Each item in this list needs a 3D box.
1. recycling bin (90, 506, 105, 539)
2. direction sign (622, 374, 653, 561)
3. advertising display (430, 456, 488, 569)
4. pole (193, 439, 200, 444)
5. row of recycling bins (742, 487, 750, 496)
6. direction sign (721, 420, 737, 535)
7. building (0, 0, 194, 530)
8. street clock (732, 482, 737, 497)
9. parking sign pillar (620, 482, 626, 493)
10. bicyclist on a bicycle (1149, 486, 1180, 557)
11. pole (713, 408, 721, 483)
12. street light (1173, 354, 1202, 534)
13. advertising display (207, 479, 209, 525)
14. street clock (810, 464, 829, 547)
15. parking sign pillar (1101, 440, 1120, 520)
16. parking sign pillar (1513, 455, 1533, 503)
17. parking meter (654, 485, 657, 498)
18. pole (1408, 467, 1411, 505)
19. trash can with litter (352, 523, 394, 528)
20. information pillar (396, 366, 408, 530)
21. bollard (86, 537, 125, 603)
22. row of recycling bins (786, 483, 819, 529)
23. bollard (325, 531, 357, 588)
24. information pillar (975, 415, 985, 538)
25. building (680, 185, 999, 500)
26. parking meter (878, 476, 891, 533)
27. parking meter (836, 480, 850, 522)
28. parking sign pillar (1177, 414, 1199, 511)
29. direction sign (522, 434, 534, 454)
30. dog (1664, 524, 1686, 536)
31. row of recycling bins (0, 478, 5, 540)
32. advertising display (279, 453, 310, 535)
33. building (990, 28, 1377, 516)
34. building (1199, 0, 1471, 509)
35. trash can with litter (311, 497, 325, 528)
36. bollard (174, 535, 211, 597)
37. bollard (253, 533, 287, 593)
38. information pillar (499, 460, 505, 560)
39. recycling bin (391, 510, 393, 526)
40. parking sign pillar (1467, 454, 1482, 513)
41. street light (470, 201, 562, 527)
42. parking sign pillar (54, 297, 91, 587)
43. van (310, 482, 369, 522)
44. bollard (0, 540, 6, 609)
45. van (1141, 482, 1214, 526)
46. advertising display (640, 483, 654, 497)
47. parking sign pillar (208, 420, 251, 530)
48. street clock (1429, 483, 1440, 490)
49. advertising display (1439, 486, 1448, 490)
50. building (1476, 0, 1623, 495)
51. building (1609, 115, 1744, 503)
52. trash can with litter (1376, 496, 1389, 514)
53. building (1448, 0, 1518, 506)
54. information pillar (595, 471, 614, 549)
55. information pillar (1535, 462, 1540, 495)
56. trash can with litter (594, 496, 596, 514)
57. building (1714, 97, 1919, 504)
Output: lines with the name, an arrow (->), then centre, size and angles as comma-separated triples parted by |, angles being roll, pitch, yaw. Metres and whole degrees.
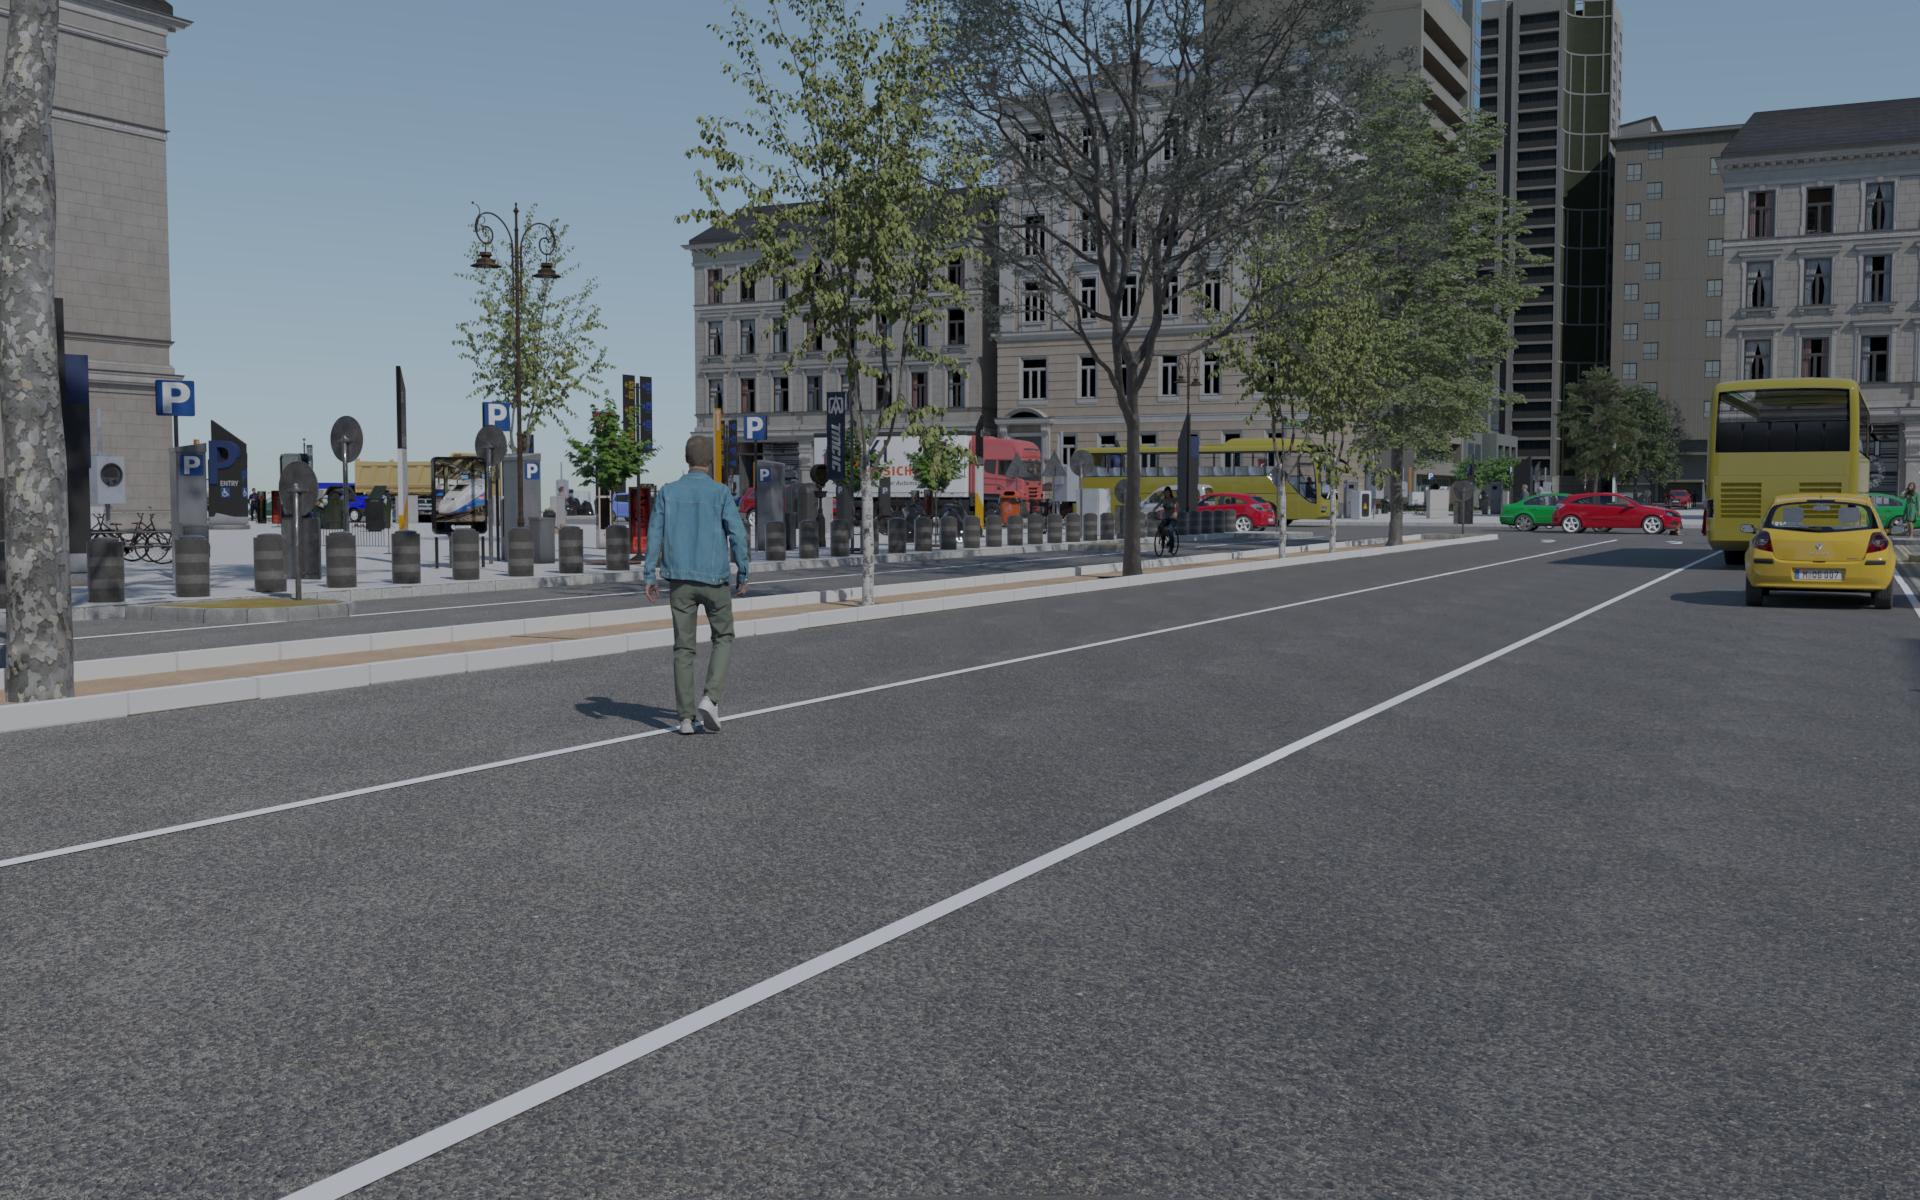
recycling bin -> -17.731, -1.369, 34.932 | 0.722, 1.027, 0.722 | -3, 5, -42
direction sign -> -6.164, -2.519, 33.187 | 0.379, 3.537, 0.876 | 2, 4, 27
advertising display -> -8.674, -1.517, 30.022 | 0.974, 1.923, 0.123 | -3, 5, -40
pole -> -28.419, -4.325, 64.558 | 0.158, 3.312, 0.155 | 0, 3, 0
row of recycling bins -> -11.727, -5.963, 104.602 | 3.534, 1.692, 1.069 | 2, 4, 32
direction sign -> -7.148, -3.742, 53.173 | 0.876, 3.537, 0.379 | 3, 4, 38
building -> -30.539, -12.583, 56.635 | 40.483, 20.767, 10.553 | 2, 4, 27
street clock -> -16.480, -7.481, 126.878 | 0.471, 2.002, 0.358 | 0, 4, 1
parking sign pillar -> -20.904, -7.155, 105.455 | 1.447, 3.967, 1.447 | 2, 4, 27
bicyclist on a bicycle -> 4.773, -1.828, 39.914 | 1.499, 1.676, 1.625 | 2, 4, 27
pole -> -5.787, -2.906, 41.357 | 0.158, 3.312, 0.155 | 0, 3, 0
street light -> 7.324, -5.068, 55.648 | 0.468, 5.910, 1.993 | 2, 4, 27
advertising display -> -31.444, -4.132, 72.774 | 0.123, 1.923, 0.974 | 1, 4, 13
street clock -> -3.358, -2.271, 41.698 | 0.471, 2.002, 0.358 | -3, 5, -41
parking sign pillar -> 7.786, -5.951, 85.766 | 1.447, 3.967, 1.447 | -1, 4, -12
parking sign pillar -> 39.421, -8.120, 121.241 | 1.447, 3.967, 1.447 | -3, 5, -42
parking meter -> -19.825, -6.505, 112.074 | 0.399, 1.863, 0.255 | 0, 4, 7
pole -> 34.397, -8.478, 132.456 | 0.158, 3.312, 0.155 | 0, 3, 0
trash can with litter -> -22.876, -3.419, 66.951 | 2.233, 1.210, 1.678 | 2, 4, 33
information pillar -> -10.258, -2.477, 31.854 | 0.183, 3.616, 0.504 | 0, 4, -7
bollard -> -10.155, -0.359, 20.587 | 0.404, 0.777, 0.398 | 0, 3, 0
row of recycling bins -> -5.886, -3.519, 64.642 | 1.069, 1.692, 3.534 | -1, 4, -15
bollard -> -8.507, -0.556, 23.810 | 0.404, 0.777, 0.398 | 0, 3, 0
information pillar -> 0.574, -3.643, 50.910 | 0.183, 3.616, 0.504 | 1, 4, 20
building -> -14.471, -16.360, 118.402 | 40.483, 20.767, 10.553 | 2, 4, 27
parking meter -> -2.478, -3.119, 56.714 | 0.399, 1.863, 0.255 | 0, 4, -8
parking meter -> -3.321, -2.663, 49.243 | 0.399, 1.863, 0.255 | 3, 5, 44
parking sign pillar -> 7.738, -4.305, 58.865 | 1.447, 3.967, 1.447 | 0, 4, -6
direction sign -> -16.464, -4.531, 66.083 | 0.379, 3.537, 0.876 | -3, 5, -42
dog -> 24.671, -2.423, 59.802 | 0.550, 0.427, 0.748 | 0, 4, 1
row of recycling bins -> -24.219, -2.278, 44.354 | 1.069, 1.692, 3.534 | 0, 4, 5
advertising display -> -10.611, -1.372, 27.644 | 0.123, 1.923, 0.974 | -3, 5, -40
building -> 13.642, -19.527, 105.166 | 20.117, 28.700, 13.634 | 2, 4, 27
building -> 33.817, -32.788, 159.787 | 21.300, 48.544, 21.600 | 2, 4, 27
trash can with litter -> -23.922, -3.217, 63.990 | 1.055, 1.170, 0.624 | 0, 4, 1
bollard -> -9.604, -0.425, 21.667 | 0.404, 0.777, 0.398 | 0, 3, 0
bollard -> -9.056, -0.491, 22.737 | 0.404, 0.777, 0.398 | 0, 3, 0
information pillar -> -8.793, -1.787, 33.715 | 0.304, 2.012, 0.304 | -1, 4, -18
recycling bin -> -23.138, -3.461, 69.149 | 0.722, 1.027, 0.722 | -3, 4, -38
parking sign pillar -> 33.984, -7.754, 115.244 | 1.447, 3.967, 1.447 | 1, 4, 17
street light -> -7.035, -3.353, 27.617 | 0.468, 5.910, 1.993 | 2, 4, 27
parking sign pillar -> -12.688, -2.200, 24.436 | 1.447, 3.967, 1.447 | -3, 5, -40
van -> -32.138, -5.237, 90.011 | 5.245, 2.365, 2.240 | 2, 4, 26
bollard -> -10.703, -0.293, 19.514 | 0.404, 0.777, 0.398 | 0, 3, 0
van -> 9.077, -4.201, 75.703 | 4.112, 2.044, 2.013 | 2, 4, 27
advertising display -> -18.976, -6.089, 104.774 | 0.974, 1.923, 0.123 | 0, 4, -6
parking sign pillar -> -26.535, -4.544, 62.761 | 1.447, 3.967, 1.447 | 0, 4, 7
street clock -> 31.606, -6.754, 114.993 | 0.471, 2.002, 0.358 | 2, 4, 34
advertising display -> 38.332, -8.113, 137.858 | 0.974, 1.923, 0.123 | 0, 4, 7
building -> 83.574, -49.760, 251.821 | 20.611, 71.187, 20.563 | 2, 4, 27
building -> 107.399, -40.081, 244.554 | 27.495, 52.752, 28.713 | 2, 4, 27
trash can with litter -> 27.171, -6.142, 111.805 | 1.055, 1.170, 0.624 | 1, 4, 14
building -> 43.818, -53.638, 189.648 | 31.000, 86.520, 22.319 | 2, 4, 27
information pillar -> -8.296, -2.190, 40.306 | 0.304, 2.012, 0.304 | -2, 4, -25
information pillar -> 41.592, -8.160, 124.774 | 0.183, 3.616, 0.504 | -1, 4, -17
trash can with litter -> -22.428, -5.947, 108.612 | 1.055, 1.170, 0.624 | -1, 4, -9
building -> 40.848, -14.562, 88.995 | 40.483, 20.767, 10.553 | 2, 4, 27
